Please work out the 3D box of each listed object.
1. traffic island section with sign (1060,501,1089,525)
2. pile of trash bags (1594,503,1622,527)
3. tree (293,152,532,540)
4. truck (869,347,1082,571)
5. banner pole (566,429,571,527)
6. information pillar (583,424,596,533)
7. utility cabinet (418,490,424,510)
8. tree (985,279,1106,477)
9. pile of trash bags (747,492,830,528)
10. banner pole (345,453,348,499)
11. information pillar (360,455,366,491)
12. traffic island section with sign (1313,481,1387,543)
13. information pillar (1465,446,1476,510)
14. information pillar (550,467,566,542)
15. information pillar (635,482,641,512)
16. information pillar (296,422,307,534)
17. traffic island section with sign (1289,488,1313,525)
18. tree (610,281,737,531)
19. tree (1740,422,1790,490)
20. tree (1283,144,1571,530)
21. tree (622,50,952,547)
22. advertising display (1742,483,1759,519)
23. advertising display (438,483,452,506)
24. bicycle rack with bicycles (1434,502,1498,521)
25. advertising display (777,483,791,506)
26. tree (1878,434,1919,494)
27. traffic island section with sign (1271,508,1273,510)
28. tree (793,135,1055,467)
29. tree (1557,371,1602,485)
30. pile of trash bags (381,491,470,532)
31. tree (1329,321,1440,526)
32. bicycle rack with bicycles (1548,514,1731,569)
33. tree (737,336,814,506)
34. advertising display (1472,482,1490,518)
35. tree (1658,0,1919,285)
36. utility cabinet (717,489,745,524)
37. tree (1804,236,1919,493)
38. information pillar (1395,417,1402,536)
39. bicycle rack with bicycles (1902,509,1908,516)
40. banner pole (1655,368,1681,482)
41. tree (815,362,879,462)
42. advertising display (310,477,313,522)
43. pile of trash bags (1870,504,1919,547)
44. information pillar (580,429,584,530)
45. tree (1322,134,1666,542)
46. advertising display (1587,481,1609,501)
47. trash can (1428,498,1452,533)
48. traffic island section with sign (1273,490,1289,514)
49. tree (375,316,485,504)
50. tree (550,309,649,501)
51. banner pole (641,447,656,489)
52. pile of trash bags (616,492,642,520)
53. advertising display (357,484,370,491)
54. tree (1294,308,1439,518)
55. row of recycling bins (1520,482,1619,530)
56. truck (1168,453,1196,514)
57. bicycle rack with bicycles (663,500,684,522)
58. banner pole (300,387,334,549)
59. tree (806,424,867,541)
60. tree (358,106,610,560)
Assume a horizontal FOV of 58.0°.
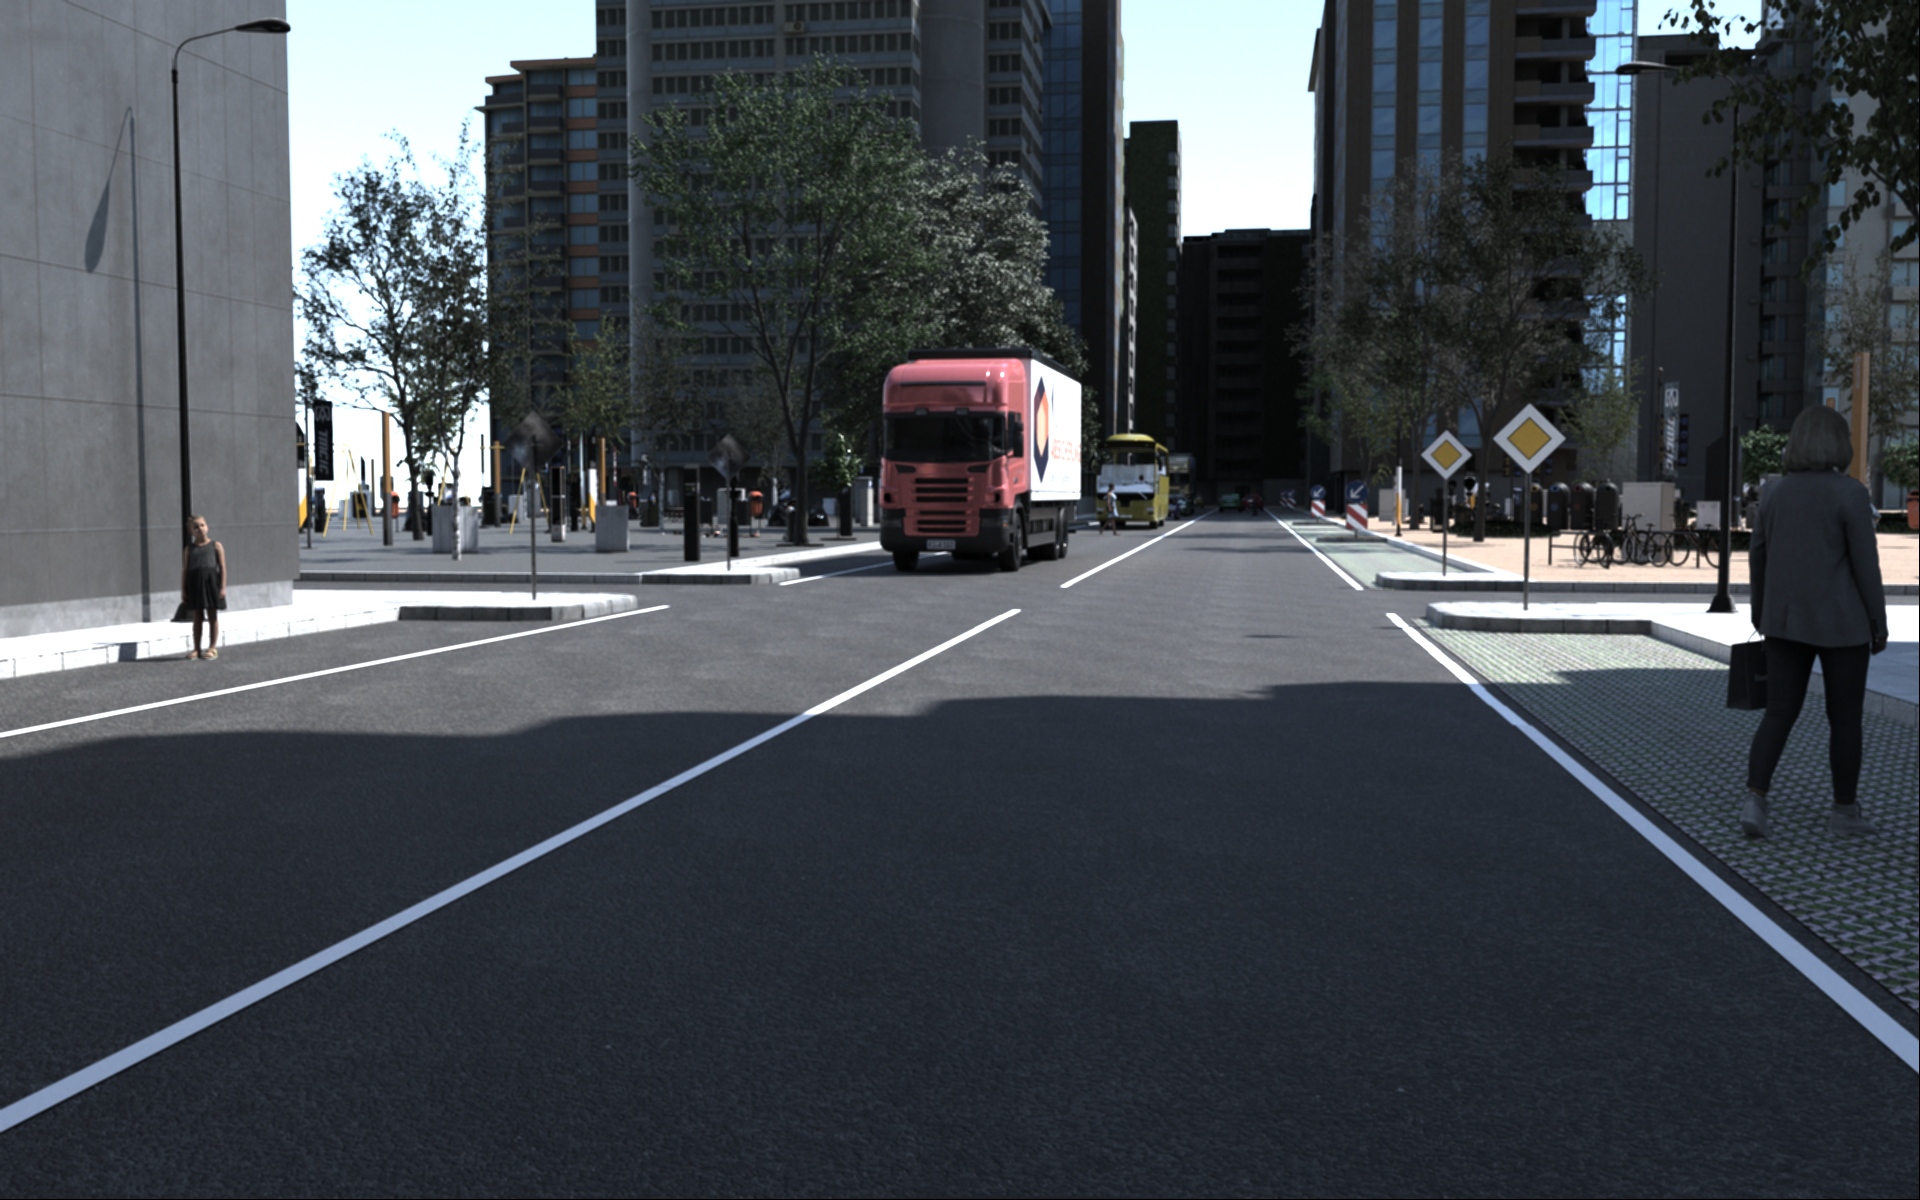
[{"bbox_3d":[4.943,-4.365,79.998,1.989,1.847,2.006,1,4,9],"label":"traffic island section with sign"},{"bbox_3d":[25.629,-3.548,67.761,3.447,1.369,1.912,-2,4,-32],"label":"pile of trash bags"},{"bbox_3d":[-15.391,-6.941,47.897,7.601,10.594,8.767,0,4,7],"label":"tree"},{"bbox_3d":[0.601,-2.855,35.597,2.839,4.237,11.283,1,4,11],"label":"truck"},{"bbox_3d":[-15.122,-4.706,66.959,0.401,3.779,0.863,0,4,-4],"label":"banner pole"},{"bbox_3d":[-12.201,-4.042,57.445,0.183,3.616,0.504,1,4,13],"label":"information pillar"},{"bbox_3d":[-31.754,-5.694,101.770,0.318,1.500,1.173,0,4,-6],"label":"utility cabinet"},{"bbox_3d":[3.345,-10.656,91.240,9.611,12.733,9.660,0,3,0],"label":"tree"},{"bbox_3d":[-6.838,-3.523,67.352,1.912,1.369,3.447,3,5,44],"label":"pile of trash bags"},{"bbox_3d":[-37.640,-7.117,106.381,0.401,3.779,0.863,-1,4,-15],"label":"banner pole"},{"bbox_3d":[-35.582,-6.845,103.262,0.183,3.616,0.504,1,4,9],"label":"information pillar"},{"bbox_3d":[11.653,-2.626,51.564,1.989,1.847,2.006,1,4,9],"label":"traffic island section with sign"},{"bbox_3d":[24.764,-5.676,84.161,0.504,3.616,0.183,0,4,2],"label":"information pillar"},{"bbox_3d":[-10.751,-2.558,46.319,0.304,2.012,0.304,0,4,5],"label":"information pillar"},{"bbox_3d":[-18.976,-5.969,102.085,0.304,2.012,0.304,1,4,11],"label":"information pillar"},{"bbox_3d":[-21.375,-3.964,56.174,0.183,3.616,0.504,0,4,6],"label":"information pillar"},{"bbox_3d":[16.286,-4.334,79.492,1.989,1.847,2.006,1,4,9],"label":"traffic island section with sign"},{"bbox_3d":[-10.423,-6.740,60.556,4.360,8.622,3.978,0,3,0],"label":"tree"},{"bbox_3d":[36.966,-5.860,79.530,4.285,4.588,4.351,0,3,0],"label":"tree"},{"bbox_3d":[16.258,-9.224,61.185,12.009,13.543,11.850,0,3,0],"label":"tree"},{"bbox_3d":[-4.003,-7.115,42.079,9.928,11.665,9.643,0,3,0],"label":"tree"},{"bbox_3d":[40.600,-5.113,88.818,0.974,1.923,0.123,0,4,7],"label":"advertising display"},{"bbox_3d":[-28.746,-5.597,96.730,0.123,1.923,0.974,2,4,31],"label":"advertising display"},{"bbox_3d":[21.864,-3.735,74.450,2.852,0.926,2.925,0,4,2],"label":"bicycle rack with bicycles"},{"bbox_3d":[-10.746,-6.111,105.126,0.974,1.923,0.123,-2,4,-27],"label":"advertising display"},{"bbox_3d":[51.395,-6.718,93.560,4.285,4.588,4.351,0,3,0],"label":"tree"},{"bbox_3d":[28.717,-8.916,154.404,1.989,1.847,2.006,1,4,9],"label":"traffic island section with sign"},{"bbox_3d":[-1.262,-9.516,62.244,9.857,13.997,8.962,0,3,0],"label":"tree"},{"bbox_3d":[31.913,-8.270,85.574,4.737,8.622,4.395,0,3,0],"label":"tree"},{"bbox_3d":[-18.455,-3.051,59.638,1.912,1.369,3.447,2,4,30],"label":"pile of trash bags"},{"bbox_3d":[17.507,-7.349,70.521,4.737,8.622,4.395,0,3,0],"label":"tree"},{"bbox_3d":[11.827,-1.068,30.844,2.852,0.926,2.925,-1,4,-12],"label":"bicycle rack with bicycles"},{"bbox_3d":[-8.674,-7.825,78.298,4.360,8.622,3.978,0,3,0],"label":"tree"},{"bbox_3d":[27.983,-5.372,93.046,0.974,1.923,0.123,0,4,-7],"label":"advertising display"},{"bbox_3d":[7.153,-3.774,12.063,4.737,8.622,4.395,0,3,0],"label":"tree"},{"bbox_3d":[-9.656,-3.939,73.081,1.173,1.500,0.318,1,4,21],"label":"utility cabinet"},{"bbox_3d":[26.242,-6.061,49.463,4.360,8.622,3.978,0,3,0],"label":"tree"},{"bbox_3d":[13.287,-3.735,52.417,0.183,3.616,0.504,1,4,22],"label":"information pillar"},{"bbox_3d":[42.790,-3.817,75.795,2.925,0.926,2.852,-2,4,-35],"label":"bicycle rack with bicycles"},{"bbox_3d":[13.933,-2.705,34.238,0.401,3.779,0.863,-1,4,-15],"label":"banner pole"},{"bbox_3d":[-5.755,-8.589,90.796,4.737,8.622,4.395,0,3,0],"label":"tree"},{"bbox_3d":[-25.139,-3.728,66.160,0.123,1.923,0.974,2,4,25],"label":"advertising display"},{"bbox_3d":[22.320,-2.028,42.908,1.912,1.369,3.447,-3,4,-36],"label":"pile of trash bags"},{"bbox_3d":[-13.624,-4.357,62.587,0.183,3.616,0.504,-1,4,-22],"label":"information pillar"},{"bbox_3d":[13.889,-6.826,46.014,8.767,10.594,7.601,1,4,11],"label":"tree"},{"bbox_3d":[30.335,-4.721,82.408,0.974,1.923,0.123,0,4,7],"label":"advertising display"},{"bbox_3d":[15.904,-2.799,57.423,0.748,1.137,0.748,0,3,0],"label":"trash can"},{"bbox_3d":[24.242,-7.267,127.444,1.989,1.847,2.006,1,4,9],"label":"traffic island section with sign"},{"bbox_3d":[-20.305,-7.145,67.190,4.737,8.622,4.395,0,3,0],"label":"tree"},{"bbox_3d":[-14.634,-7.304,69.786,4.737,8.622,4.395,0,3,0],"label":"tree"},{"bbox_3d":[-16.653,-6.255,92.278,0.401,3.779,0.863,3,5,40],"label":"banner pole"},{"bbox_3d":[-16.300,-4.706,86.703,1.912,1.369,3.447,-1,4,-17],"label":"pile of trash bags"},{"bbox_3d":[-38.011,-6.435,110.429,0.974,1.923,0.123,2,4,28],"label":"advertising display"},{"bbox_3d":[21.957,-10.264,93.578,9.928,11.665,9.643,0,3,0],"label":"tree"},{"bbox_3d":[21.896,-3.373,62.259,3.534,1.692,1.069,3,5,39],"label":"row of recycling bins"},{"bbox_3d":[15.137,-8.109,121.501,2.839,4.237,11.283,1,4,10],"label":"truck"},{"bbox_3d":[-12.892,-4.126,80.838,2.925,0.926,2.852,-3,5,-40],"label":"bicycle rack with bicycles"},{"bbox_3d":[-15.127,-3.104,40.768,0.863,3.779,0.401,0,4,1],"label":"banner pole"},{"bbox_3d":[-3.535,-3.278,48.203,1.663,3.219,1.824,0,3,0],"label":"tree"},{"bbox_3d":[-9.793,-5.106,33.840,4.360,8.622,3.978,0,3,0],"label":"tree"}]
